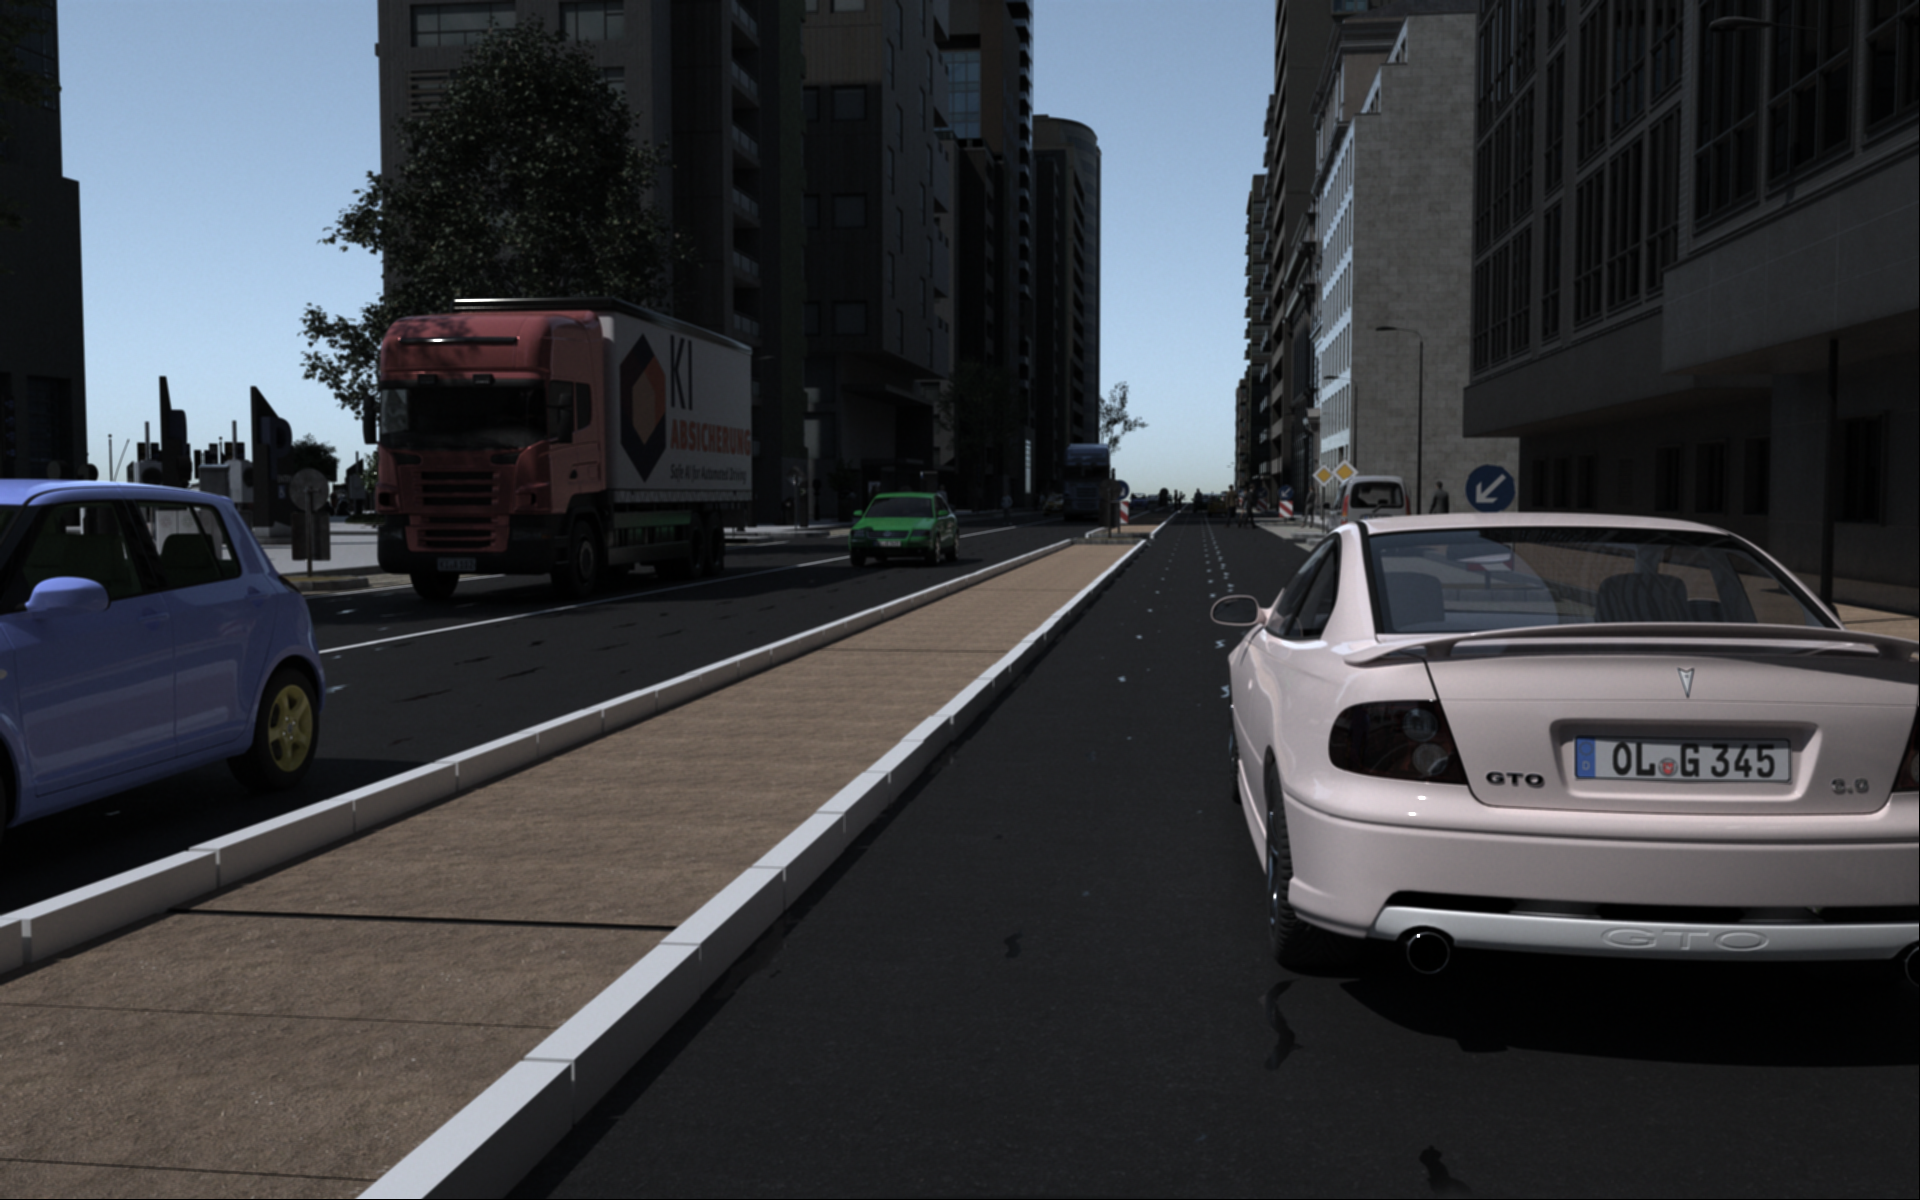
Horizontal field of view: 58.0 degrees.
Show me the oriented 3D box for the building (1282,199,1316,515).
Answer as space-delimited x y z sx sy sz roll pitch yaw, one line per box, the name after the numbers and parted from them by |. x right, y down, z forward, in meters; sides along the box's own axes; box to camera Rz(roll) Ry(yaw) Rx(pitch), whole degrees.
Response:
29.149 -16.879 117.775 13.314 21.916 24.055 0 4 8 | building

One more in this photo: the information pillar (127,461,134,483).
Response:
-58.464 -8.000 122.152 0.504 3.616 0.183 0 4 6 | information pillar

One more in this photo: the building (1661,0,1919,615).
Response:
14.047 -11.471 6.620 14.314 24.678 30.058 0 4 8 | building

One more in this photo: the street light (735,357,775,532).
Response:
-6.932 -5.269 58.685 1.470 5.913 1.316 0 4 8 | street light

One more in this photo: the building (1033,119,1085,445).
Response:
5.032 -37.004 228.709 21.300 48.544 21.600 0 4 8 | building

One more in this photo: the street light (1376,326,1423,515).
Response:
12.188 -4.614 47.984 1.470 5.913 1.316 0 4 8 | street light

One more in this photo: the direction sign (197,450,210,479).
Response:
-38.986 -5.948 89.252 0.379 3.537 0.876 3 5 40 | direction sign

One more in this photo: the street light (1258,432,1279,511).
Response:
23.320 -9.617 129.785 1.470 5.913 1.316 0 4 8 | street light

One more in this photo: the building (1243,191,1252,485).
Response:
51.332 -36.029 243.700 22.147 44.769 28.867 0 4 8 | building

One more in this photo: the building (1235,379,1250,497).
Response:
57.655 -26.153 272.644 27.650 21.520 28.899 0 4 8 | building

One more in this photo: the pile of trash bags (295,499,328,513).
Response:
-34.748 -4.870 89.381 3.447 1.369 1.912 2 4 26 | pile of trash bags

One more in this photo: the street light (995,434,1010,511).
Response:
3.381 -9.915 134.655 1.470 5.913 1.316 0 4 8 | street light

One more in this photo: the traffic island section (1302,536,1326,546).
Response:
10.758 -1.601 48.450 2.009 0.180 2.903 0 4 8 | traffic island section

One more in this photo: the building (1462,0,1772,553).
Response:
19.030 -14.704 33.919 14.314 27.812 24.014 0 4 8 | building

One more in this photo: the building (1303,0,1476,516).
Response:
26.414 -18.903 94.968 13.634 28.700 20.117 0 4 8 | building

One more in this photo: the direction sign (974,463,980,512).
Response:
1.211 -8.139 125.069 0.379 3.537 0.876 -2 4 -33 | direction sign

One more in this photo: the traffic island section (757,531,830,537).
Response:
-5.586 -2.230 58.746 2.009 0.180 2.903 0 4 8 | traffic island section

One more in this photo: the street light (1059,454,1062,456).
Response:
11.780 -13.703 196.585 1.470 5.913 1.316 0 4 8 | street light

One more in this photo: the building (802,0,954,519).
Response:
-15.438 -31.344 101.707 28.713 52.752 27.495 0 4 8 | building

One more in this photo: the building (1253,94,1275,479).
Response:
44.408 -34.795 188.506 23.786 49.044 30.456 0 4 8 | building

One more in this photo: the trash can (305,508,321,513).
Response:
-25.726 -3.497 68.823 0.748 1.137 0.748 0 3 0 | trash can

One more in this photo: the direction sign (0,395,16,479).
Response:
-21.854 -2.907 39.520 0.379 3.537 0.876 1 4 11 | direction sign

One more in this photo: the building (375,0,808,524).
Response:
-14.884 -23.816 72.979 14.154 41.232 14.086 0 4 8 | building

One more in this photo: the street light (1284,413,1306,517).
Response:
19.177 -7.732 98.953 1.470 5.913 1.316 0 4 8 | street light

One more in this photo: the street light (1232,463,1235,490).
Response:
36.613 -15.509 226.115 1.470 5.913 1.316 0 4 8 | street light

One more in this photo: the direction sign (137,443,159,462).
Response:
-35.741 -5.159 76.345 0.876 3.537 0.379 -3 4 -37 | direction sign

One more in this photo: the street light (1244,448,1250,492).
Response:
29.674 -12.415 175.531 1.470 5.913 1.316 0 4 8 | street light

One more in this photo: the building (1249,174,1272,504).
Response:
44.452 -32.994 223.042 14.154 41.232 14.086 0 4 8 | building

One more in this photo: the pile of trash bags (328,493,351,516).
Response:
-36.985 -5.656 102.231 1.912 1.369 3.447 -1 4 -20 | pile of trash bags

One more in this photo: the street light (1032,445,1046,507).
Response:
7.524 -11.801 165.487 1.470 5.913 1.316 0 4 8 | street light

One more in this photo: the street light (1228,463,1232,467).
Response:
40.873 -17.394 256.932 1.470 5.913 1.316 0 4 8 | street light

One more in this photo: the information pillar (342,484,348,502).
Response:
-42.916 -7.118 120.870 0.304 2.012 0.304 3 4 38 | information pillar

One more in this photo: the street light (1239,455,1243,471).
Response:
33.865 -14.301 206.357 1.470 5.913 1.316 0 4 8 | street light

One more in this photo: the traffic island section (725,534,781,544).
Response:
-6.671 -1.746 50.834 2.009 0.180 2.903 0 4 8 | traffic island section

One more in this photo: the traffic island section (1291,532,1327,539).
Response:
11.842 -2.084 56.361 2.009 0.180 2.903 0 4 8 | traffic island section

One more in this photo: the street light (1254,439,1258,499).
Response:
25.403 -10.531 144.716 1.470 5.913 1.316 0 4 8 | street light

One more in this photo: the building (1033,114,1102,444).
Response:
10.489 -44.479 269.224 21.231 58.520 28.212 0 4 8 | building

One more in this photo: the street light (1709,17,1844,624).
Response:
8.004 -2.718 16.985 1.470 5.913 1.316 0 4 8 | street light

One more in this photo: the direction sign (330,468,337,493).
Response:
-39.879 -7.234 110.265 0.379 3.537 0.876 0 4 7 | direction sign

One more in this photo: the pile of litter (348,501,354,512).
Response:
-44.728 -6.888 126.584 1.719 0.858 1.176 1 4 16 | pile of litter

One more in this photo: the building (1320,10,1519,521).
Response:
22.018 -13.600 77.107 10.420 20.320 16.860 0 4 8 | building

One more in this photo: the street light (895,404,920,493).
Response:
-2.771 -7.154 89.515 1.470 5.913 1.316 0 4 8 | street light

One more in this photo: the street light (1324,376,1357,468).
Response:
14.995 -5.846 68.126 1.470 5.913 1.316 0 4 8 | street light

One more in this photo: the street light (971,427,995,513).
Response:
1.478 -9.039 120.333 1.470 5.913 1.316 0 4 8 | street light

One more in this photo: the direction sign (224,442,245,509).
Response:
-31.656 -5.118 75.672 0.379 3.537 0.876 3 5 42 | direction sign

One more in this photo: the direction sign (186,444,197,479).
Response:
-34.893 -5.243 77.713 0.876 3.537 0.379 1 4 14 | direction sign

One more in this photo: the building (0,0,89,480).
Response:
-56.015 -46.657 75.512 31.000 86.520 22.319 0 4 8 | building

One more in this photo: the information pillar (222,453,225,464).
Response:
-40.793 -6.407 96.105 0.183 3.616 0.504 1 4 18 | information pillar
